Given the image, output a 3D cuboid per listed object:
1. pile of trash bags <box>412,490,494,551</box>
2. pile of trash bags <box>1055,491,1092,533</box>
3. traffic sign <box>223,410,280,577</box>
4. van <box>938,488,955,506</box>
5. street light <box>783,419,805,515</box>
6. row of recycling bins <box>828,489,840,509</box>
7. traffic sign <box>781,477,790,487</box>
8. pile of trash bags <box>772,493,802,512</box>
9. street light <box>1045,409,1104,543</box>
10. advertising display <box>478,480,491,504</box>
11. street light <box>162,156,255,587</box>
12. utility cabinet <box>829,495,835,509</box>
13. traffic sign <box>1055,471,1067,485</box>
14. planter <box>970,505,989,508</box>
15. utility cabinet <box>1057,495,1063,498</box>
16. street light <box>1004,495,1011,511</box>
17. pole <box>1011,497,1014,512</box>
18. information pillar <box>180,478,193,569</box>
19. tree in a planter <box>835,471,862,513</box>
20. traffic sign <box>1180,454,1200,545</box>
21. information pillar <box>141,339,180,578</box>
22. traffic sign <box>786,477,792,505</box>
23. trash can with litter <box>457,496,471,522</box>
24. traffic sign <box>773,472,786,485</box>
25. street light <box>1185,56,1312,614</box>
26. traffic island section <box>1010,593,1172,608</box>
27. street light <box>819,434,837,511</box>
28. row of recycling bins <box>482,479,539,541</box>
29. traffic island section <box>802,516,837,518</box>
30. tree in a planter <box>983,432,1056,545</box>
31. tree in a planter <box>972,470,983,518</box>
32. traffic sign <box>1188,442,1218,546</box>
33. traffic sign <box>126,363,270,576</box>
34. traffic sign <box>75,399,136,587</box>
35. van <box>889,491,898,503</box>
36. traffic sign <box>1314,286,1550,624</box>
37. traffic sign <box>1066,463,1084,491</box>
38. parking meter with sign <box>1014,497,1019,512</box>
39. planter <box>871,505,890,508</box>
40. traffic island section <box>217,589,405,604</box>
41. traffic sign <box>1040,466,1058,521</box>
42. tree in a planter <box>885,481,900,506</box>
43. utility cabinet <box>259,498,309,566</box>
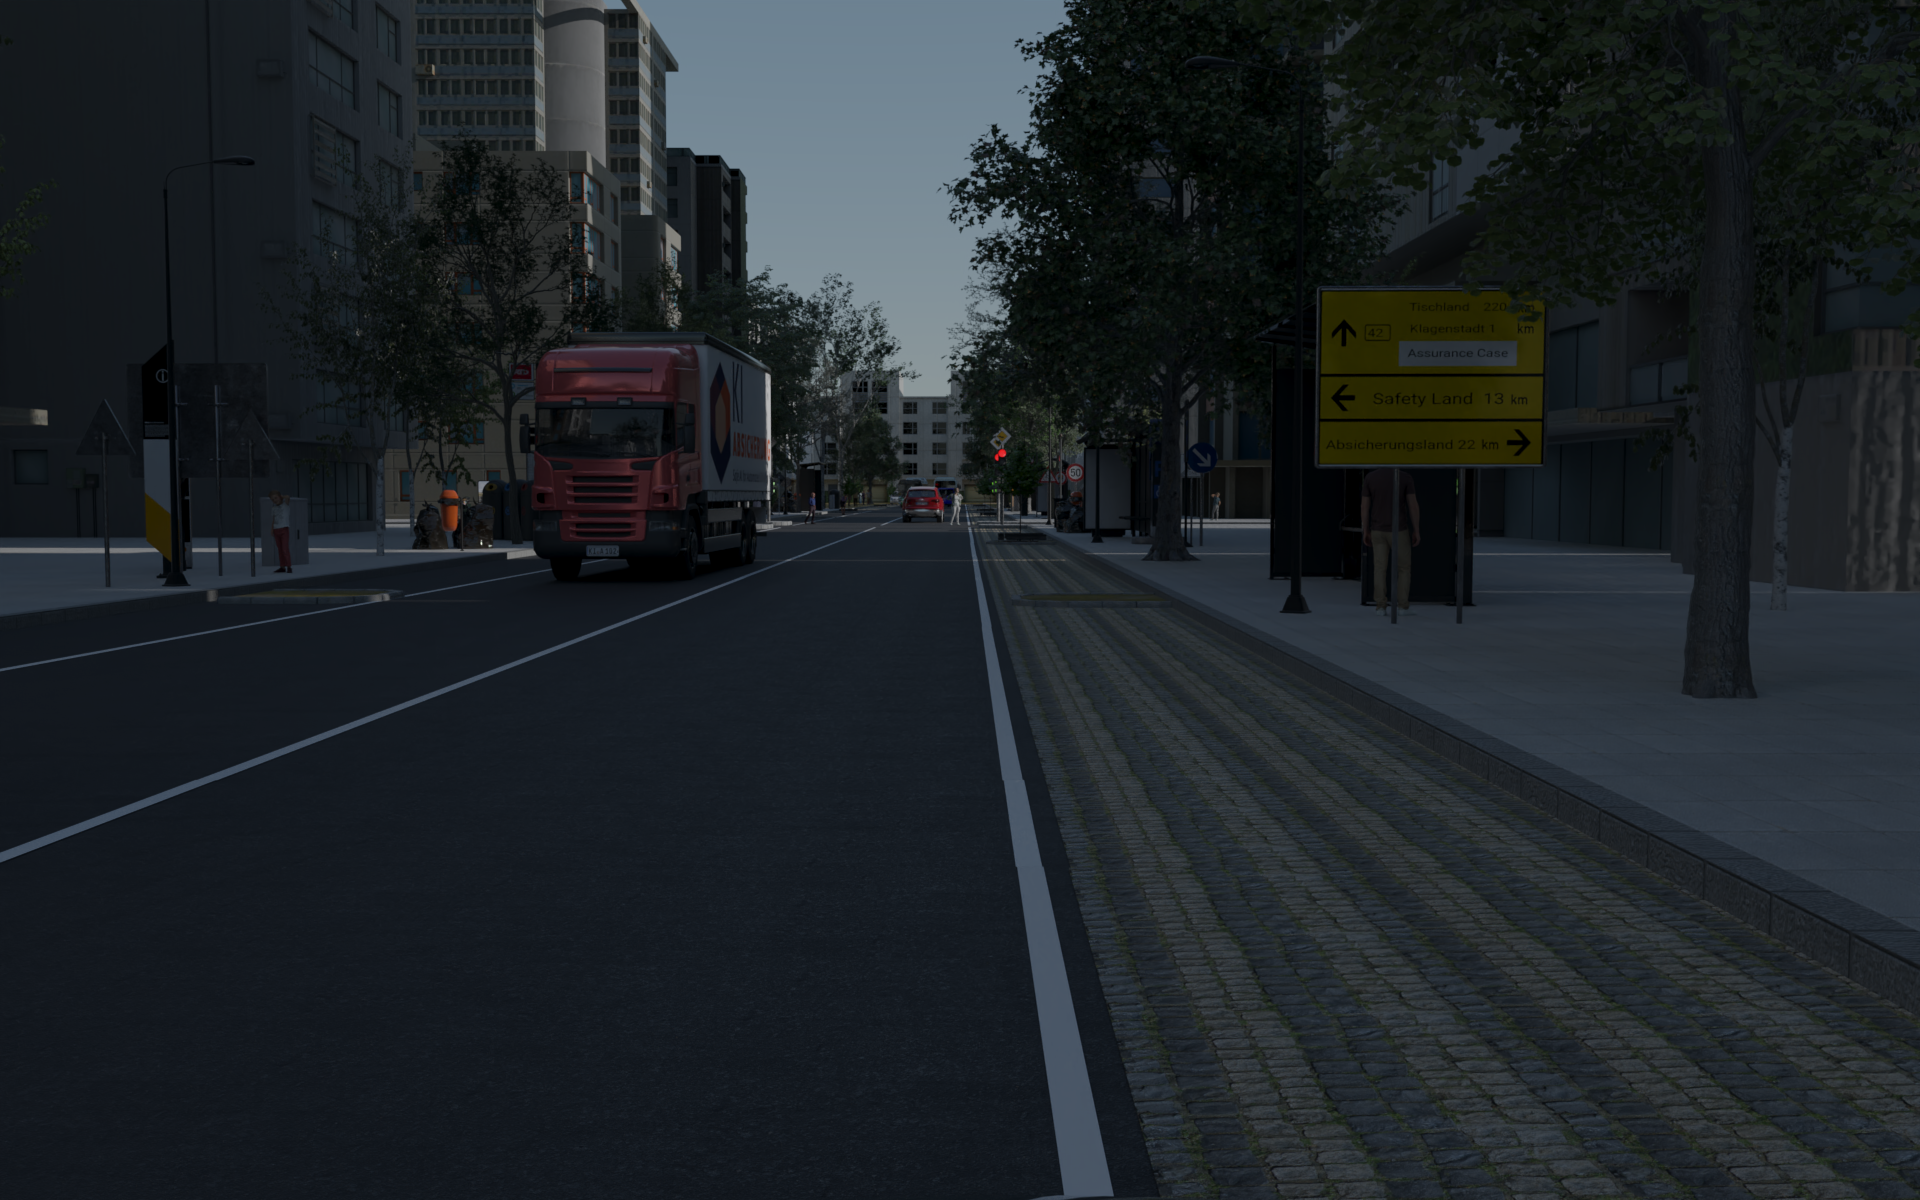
[{"bbox_3d":[-11.817,-1.867,40.282,1.912,1.369,3.447,-1,4,-15],"label":"pile of trash bags"},{"bbox_3d":[4.131,-2.967,58.260,1.912,1.369,3.447,0,4,-6],"label":"pile of trash bags"},{"bbox_3d":[-10.942,-1.636,26.744,0.884,2.594,0.081,0,4,2],"label":"traffic sign"},{"bbox_3d":[-1.427,-10.476,175.668,2.240,2.365,5.245,0,4,-1],"label":"van"},{"bbox_3d":[-10.306,-8.253,107.479,1.470,5.913,1.316,0,3,0],"label":"street light"},{"bbox_3d":[-10.976,-8.808,151.116,1.069,1.692,3.534,0,4,-5],"label":"row of recycling bins"},{"bbox_3d":[-13.013,-7.877,128.887,0.768,2.556,0.104,0,4,2],"label":"traffic sign"},{"bbox_3d":[-12.200,-6.998,124.166,1.912,1.369,3.447,1,4,15],"label":"pile of trash bags"},{"bbox_3d":[3.080,-4.461,45.473,1.470,5.913,1.316,0,3,0],"label":"street light"},{"bbox_3d":[-22.213,-4.673,81.619,0.974,1.923,0.123,-1,4,-20],"label":"advertising display"},{"bbox_3d":[-10.383,-3.144,23.952,1.470,5.913,1.316,0,3,0],"label":"street light"},{"bbox_3d":[-10.843,-8.283,146.588,0.306,1.237,1.020,0,4,5],"label":"utility cabinet"},{"bbox_3d":[5.574,-5.875,96.162,0.768,2.556,0.104,0,4,2],"label":"traffic sign"},{"bbox_3d":[2.016,-9.855,182.265,1.991,0.319,1.994,0,3,0],"label":"planter"},{"bbox_3d":[5.476,-5.126,94.977,0.306,1.237,1.020,0,4,3],"label":"utility cabinet"},{"bbox_3d":[3.264,-7.952,102.549,1.470,5.913,1.316,0,3,0],"label":"street light"},{"bbox_3d":[3.776,-8.008,124.776,0.158,3.312,0.155,0,3,0],"label":"pole"},{"bbox_3d":[-13.330,-1.532,29.537,0.304,2.012,0.304,2,4,35],"label":"information pillar"},{"bbox_3d":[-8.475,-8.242,131.977,1.991,3.239,1.994,0,3,0],"label":"tree in a planter"},{"bbox_3d":[5.782,-2.515,43.254,0.606,2.300,0.079,1,4,8],"label":"traffic sign"},{"bbox_3d":[-12.132,-2.138,26.317,0.504,3.616,0.183,0,3,0],"label":"information pillar"},{"bbox_3d":[-12.993,-7.928,129.734,0.768,2.556,0.104,1,4,10],"label":"traffic sign"},{"bbox_3d":[-23.237,-4.224,80.448,1.055,1.170,0.624,1,4,22],"label":"trash can with litter"},{"bbox_3d":[-10.644,-6.240,101.749,0.795,2.593,0.064,0,4,5],"label":"traffic sign"},{"bbox_3d":[3.090,-2.815,18.563,1.470,5.913,1.316,0,3,0],"label":"street light"},{"bbox_3d":[1.660,0.014,22.637,1.991,0.108,1.994,0,3,0],"label":"traffic island section"},{"bbox_3d":[-10.247,-9.886,134.171,1.470,5.913,1.316,0,3,0],"label":"street light"},{"bbox_3d":[-11.960,-2.488,47.796,3.534,1.692,1.069,3,5,41],"label":"row of recycling bins"},{"bbox_3d":[-8.522,-5.031,105.129,1.991,0.108,1.994,0,3,0],"label":"traffic island section"},{"bbox_3d":[1.734,-3.196,49.485,1.991,3.239,1.994,0,3,0],"label":"tree in a planter"},{"bbox_3d":[1.850,-6.593,105.021,1.991,3.239,1.994,0,3,0],"label":"tree in a planter"},{"bbox_3d":[5.945,-2.600,42.623,0.768,2.556,0.104,0,4,6],"label":"traffic sign"},{"bbox_3d":[-11.876,-2.026,26.993,2.265,3.308,0.079,0,4,4],"label":"traffic sign"},{"bbox_3d":[-11.733,-1.454,23.781,0.884,2.594,0.081,0,4,7],"label":"traffic sign"},{"bbox_3d":[-8.441,-13.711,231.182,2.013,2.044,4.112,0,4,1],"label":"van"},{"bbox_3d":[4.621,-1.417,17.041,2.265,3.308,0.079,0,4,1],"label":"traffic sign"},{"bbox_3d":[4.783,-4.380,71.719,0.768,2.556,0.104,0,4,7],"label":"traffic sign"},{"bbox_3d":[4.112,-7.989,126.880,0.543,3.016,1.738,0,4,-1],"label":"parking meter with sign"},{"bbox_3d":[-8.364,-9.878,182.652,1.991,0.319,1.994,0,3,0],"label":"planter"},{"bbox_3d":[-8.706,-0.043,23.574,1.991,0.108,1.994,0,3,0],"label":"traffic island section"},{"bbox_3d":[4.063,-4.877,79.739,0.884,2.594,0.081,1,4,9],"label":"traffic sign"},{"bbox_3d":[-8.295,-13.024,210.159,1.991,3.239,1.994,0,3,0],"label":"tree in a planter"},{"bbox_3d":[-12.160,-1.226,31.210,0.306,1.237,1.020,1,4,14],"label":"utility cabinet"}]
